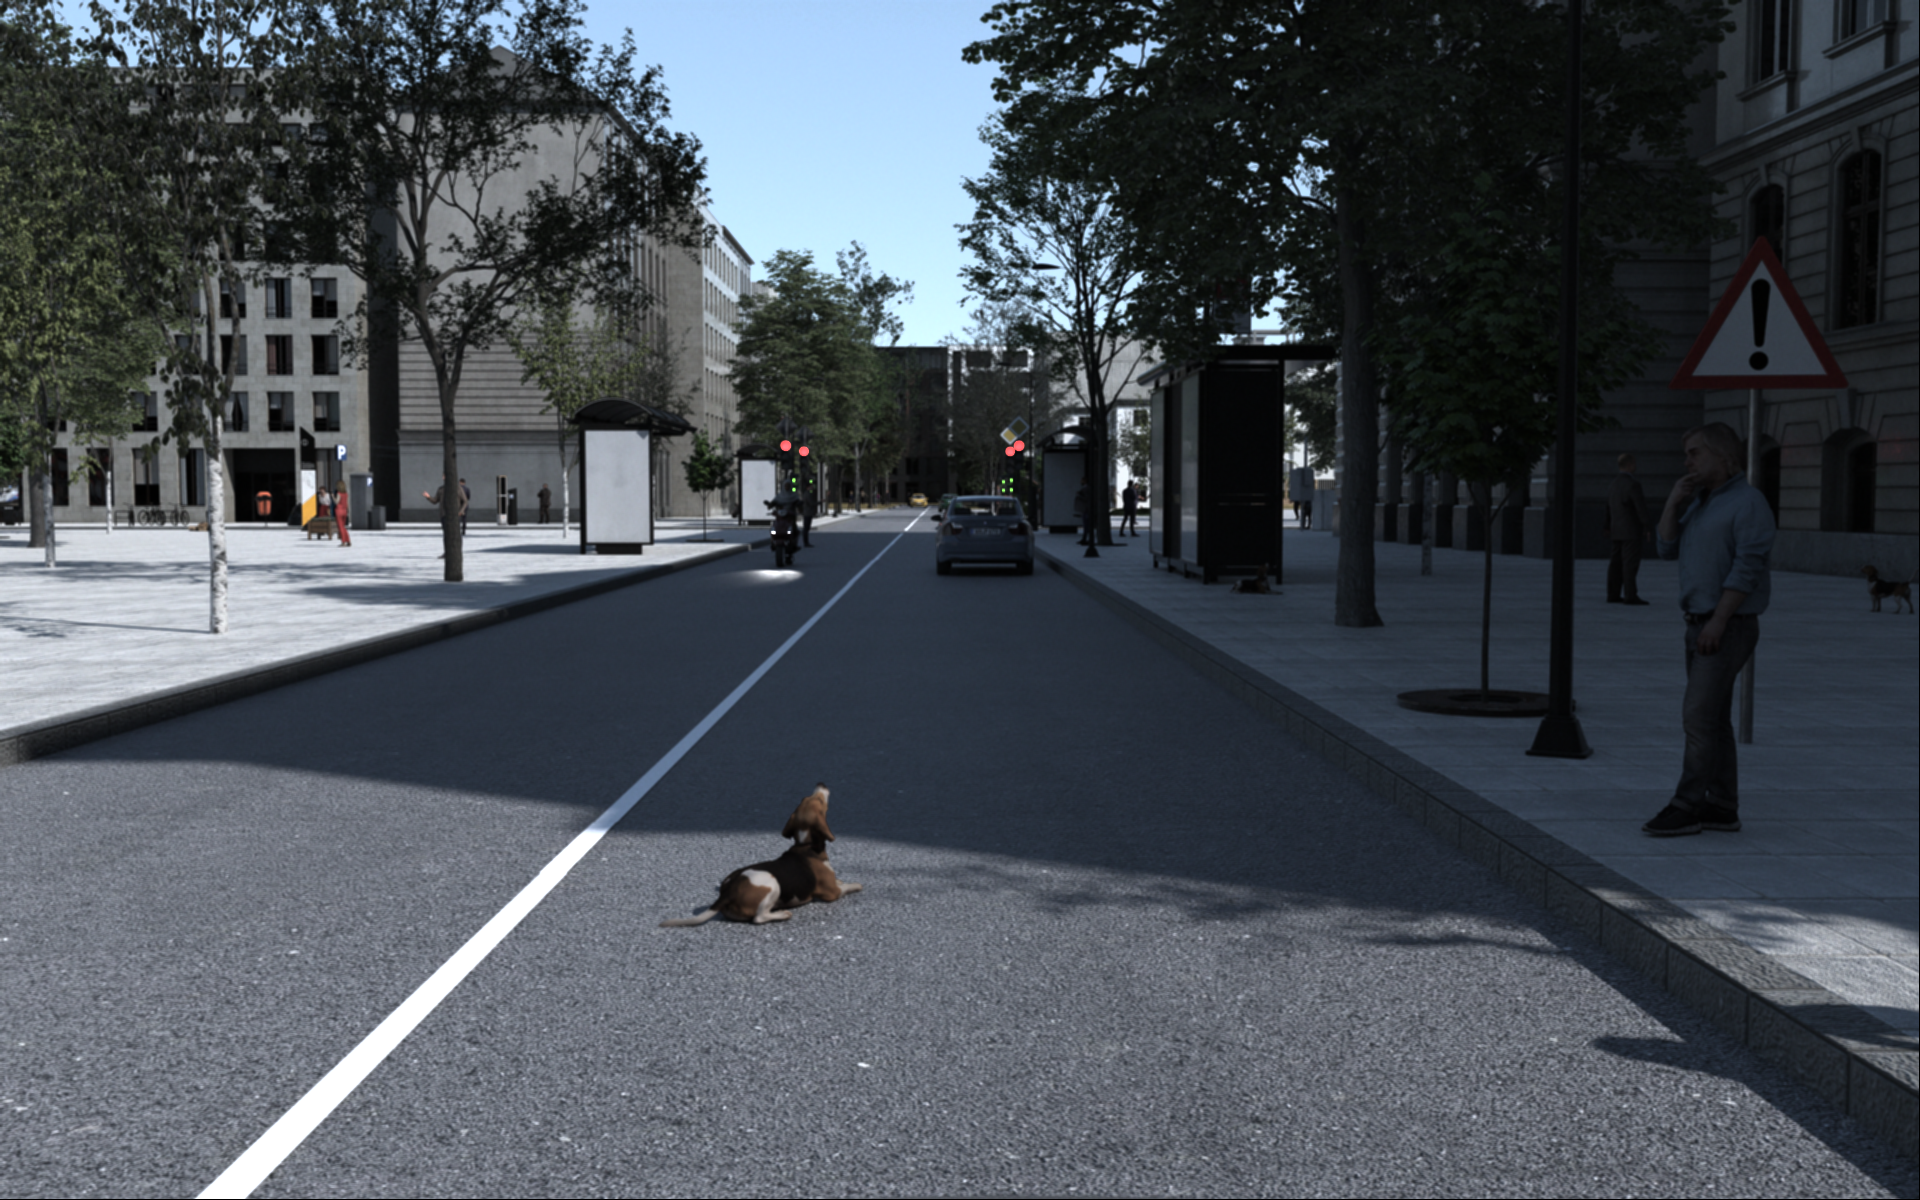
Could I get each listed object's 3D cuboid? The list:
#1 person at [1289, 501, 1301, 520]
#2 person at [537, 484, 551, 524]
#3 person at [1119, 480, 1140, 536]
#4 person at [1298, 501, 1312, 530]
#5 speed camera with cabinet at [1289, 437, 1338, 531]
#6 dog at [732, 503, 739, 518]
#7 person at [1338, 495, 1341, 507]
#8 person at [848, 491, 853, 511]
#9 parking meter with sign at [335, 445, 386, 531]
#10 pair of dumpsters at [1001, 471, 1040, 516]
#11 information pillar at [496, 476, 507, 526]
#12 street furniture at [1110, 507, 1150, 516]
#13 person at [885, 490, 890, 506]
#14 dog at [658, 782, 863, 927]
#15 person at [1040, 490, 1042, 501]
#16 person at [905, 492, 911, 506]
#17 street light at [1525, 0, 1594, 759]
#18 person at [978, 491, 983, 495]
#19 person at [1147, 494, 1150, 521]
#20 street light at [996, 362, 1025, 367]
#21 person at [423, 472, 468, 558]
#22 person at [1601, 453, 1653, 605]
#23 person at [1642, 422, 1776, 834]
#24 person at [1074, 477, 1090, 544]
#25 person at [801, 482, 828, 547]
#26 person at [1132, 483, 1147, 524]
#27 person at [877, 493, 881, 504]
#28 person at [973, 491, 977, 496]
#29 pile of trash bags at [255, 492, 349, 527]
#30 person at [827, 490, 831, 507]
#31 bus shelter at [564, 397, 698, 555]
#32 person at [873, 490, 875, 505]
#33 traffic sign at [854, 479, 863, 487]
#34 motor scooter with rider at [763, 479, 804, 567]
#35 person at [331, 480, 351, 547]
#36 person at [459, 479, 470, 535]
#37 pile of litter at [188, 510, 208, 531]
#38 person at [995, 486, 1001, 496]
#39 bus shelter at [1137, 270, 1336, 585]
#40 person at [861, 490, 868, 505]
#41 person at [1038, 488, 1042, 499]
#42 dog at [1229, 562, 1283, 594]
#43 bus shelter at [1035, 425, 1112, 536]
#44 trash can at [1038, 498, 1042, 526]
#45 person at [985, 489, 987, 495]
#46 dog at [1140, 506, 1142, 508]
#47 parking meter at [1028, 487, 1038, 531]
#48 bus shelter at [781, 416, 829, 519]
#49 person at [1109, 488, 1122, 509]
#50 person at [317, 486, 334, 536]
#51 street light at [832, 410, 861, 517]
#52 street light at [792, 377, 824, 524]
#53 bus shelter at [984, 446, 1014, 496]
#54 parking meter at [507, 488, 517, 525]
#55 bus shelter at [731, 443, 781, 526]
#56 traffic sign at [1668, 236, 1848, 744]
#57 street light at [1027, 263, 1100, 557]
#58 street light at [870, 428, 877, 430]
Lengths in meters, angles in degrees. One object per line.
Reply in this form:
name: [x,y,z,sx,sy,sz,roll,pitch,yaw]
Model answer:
person: [16.810,-4.778,86.865,0.600,1.496,0.574,0,4,-1]
person: [-18.194,-4.216,75.666,0.600,1.739,0.565,1,4,13]
person: [5.123,-2.775,52.336,0.530,1.710,0.541,-1,4,-23]
person: [12.509,-3.313,62.428,0.499,1.552,0.429,-1,4,-20]
speed camera with cabinet: [12.406,-4.037,60.337,2.038,3.252,0.660,-2,4,-33]
dog: [-11.941,-4.780,92.540,0.513,0.831,0.800,0,4,3]
person: [9.567,-2.163,42.339,0.756,1.711,0.436,0,4,-2]
person: [-8.235,-7.437,130.178,0.613,1.512,0.480,2,4,33]
parking meter with sign: [-21.150,-3.972,61.208,1.738,3.016,0.543,1,4,16]
pair of dumpsters: [2.640,-4.465,75.502,1.574,2.255,4.436,0,4,-1]
information pillar: [-18.644,-4.035,70.471,0.304,2.012,0.304,-3,5,-39]
street furniture: [13.776,-5.347,103.049,10.072,0.657,5.734,0,4,1]
person: [-7.883,-11.123,188.816,0.530,1.710,0.541,-1,4,-11]
dog: [-0.685,0.867,6.013,0.748,0.427,0.550,-1,4,-11]
person: [7.295,-8.950,153.200,1.217,1.723,0.721,2,4,27]
person: [-6.184,-11.951,204.693,0.742,1.727,0.445,1,4,8]
street light: [2.419,-2.192,8.374,1.470,5.913,1.316,0,4,-1]
person: [2.549,-12.885,217.517,0.445,1.727,0.742,2,4,30]
person: [9.240,-4.699,83.315,0.568,1.767,0.683,1,4,17]
street light: [1.957,-5.420,61.164,1.470,5.913,1.316,0,4,-1]
person: [-10.194,-1.695,34.288,0.617,1.759,0.750,1,4,22]
person: [7.828,-0.837,20.273,0.434,1.755,0.990,0,4,-7]
person: [2.846,0.104,6.553,0.429,1.552,0.499,2,4,27]
person: [3.179,-2.305,44.557,0.431,1.722,0.655,2,4,26]
person: [-3.951,-2.322,46.993,0.750,1.759,0.617,0,4,-1]
person: [7.488,-4.085,73.276,0.568,1.767,0.683,0,4,2]
person: [-10.282,-12.695,216.836,0.991,1.433,0.599,3,4,36]
person: [1.913,-12.995,219.040,0.750,1.759,0.617,1,4,14]
pile of trash bags: [-26.358,-3.641,69.285,3.447,1.369,1.912,-2,4,-35]
person: [-12.620,-9.758,167.055,0.415,1.643,0.593,-1,4,-21]
bus shelter: [-7.282,-2.756,38.982,2.014,3.302,5.546,0,4,-1]
person: [-10.259,-12.277,206.859,0.705,1.814,1.350,1,4,10]
traffic sign: [-8.233,-8.588,140.512,0.768,2.556,0.104,0,4,7]
motor scooter with rider: [-3.534,-1.575,34.716,0.876,1.779,1.986,0,4,1]
person: [-15.065,-2.102,42.120,0.444,1.614,0.593,3,4,38]
person: [-15.705,-2.918,54.194,0.683,1.767,0.568,-3,5,-40]
pile of litter: [-26.308,-2.838,60.367,1.176,0.858,1.719,-1,4,-14]
person: [2.198,-5.508,96.659,0.434,1.755,0.990,1,4,16]
bus shelter: [4.185,-3.119,28.624,2.179,5.291,8.768,0,4,-1]
person: [-11.900,-12.545,211.167,1.348,1.823,0.705,-1,4,-8]
person: [6.658,-8.632,147.196,0.705,1.821,1.348,-3,4,-36]
dog: [3.819,-0.286,22.417,0.550,0.427,0.748,-1,4,-11]
bus shelter: [3.456,-3.661,53.776,2.014,3.302,5.546,0,4,0]
trash can: [3.073,-3.527,69.317,0.748,1.137,0.748,0,3,0]
person: [2.140,-7.920,136.461,0.541,1.710,0.530,-1,4,-22]
dog: [13.807,-7.024,132.584,0.550,0.427,0.748,3,5,40]
parking meter: [2.529,-3.163,60.120,0.372,1.533,0.369,0,3,0]
bus shelter: [-8.293,-6.965,91.515,2.179,5.291,8.768,0,4,-1]
person: [13.592,-8.944,152.271,1.348,1.824,0.705,1,4,22]
person: [-19.563,-2.744,53.381,0.523,1.526,0.387,-3,5,-43]
street light: [-6.354,-7.519,95.471,1.470,5.913,1.316,0,4,-1]
street light: [-6.117,-5.903,69.053,1.470,5.913,1.316,0,4,-1]
bus shelter: [2.829,-8.776,121.119,2.179,5.291,8.768,0,4,-1]
parking meter: [-18.428,-3.846,71.285,0.372,1.533,0.369,0,3,0]
bus shelter: [-8.083,-4.738,71.386,2.014,3.302,5.546,0,4,-1]
traffic sign: [4.043,-0.540,8.836,0.884,2.594,0.081,0,4,3]
street light: [2.137,-3.824,35.061,1.470,5.913,1.316,0,4,-1]
street light: [-6.543,-9.117,121.607,1.470,5.913,1.316,0,4,-1]
